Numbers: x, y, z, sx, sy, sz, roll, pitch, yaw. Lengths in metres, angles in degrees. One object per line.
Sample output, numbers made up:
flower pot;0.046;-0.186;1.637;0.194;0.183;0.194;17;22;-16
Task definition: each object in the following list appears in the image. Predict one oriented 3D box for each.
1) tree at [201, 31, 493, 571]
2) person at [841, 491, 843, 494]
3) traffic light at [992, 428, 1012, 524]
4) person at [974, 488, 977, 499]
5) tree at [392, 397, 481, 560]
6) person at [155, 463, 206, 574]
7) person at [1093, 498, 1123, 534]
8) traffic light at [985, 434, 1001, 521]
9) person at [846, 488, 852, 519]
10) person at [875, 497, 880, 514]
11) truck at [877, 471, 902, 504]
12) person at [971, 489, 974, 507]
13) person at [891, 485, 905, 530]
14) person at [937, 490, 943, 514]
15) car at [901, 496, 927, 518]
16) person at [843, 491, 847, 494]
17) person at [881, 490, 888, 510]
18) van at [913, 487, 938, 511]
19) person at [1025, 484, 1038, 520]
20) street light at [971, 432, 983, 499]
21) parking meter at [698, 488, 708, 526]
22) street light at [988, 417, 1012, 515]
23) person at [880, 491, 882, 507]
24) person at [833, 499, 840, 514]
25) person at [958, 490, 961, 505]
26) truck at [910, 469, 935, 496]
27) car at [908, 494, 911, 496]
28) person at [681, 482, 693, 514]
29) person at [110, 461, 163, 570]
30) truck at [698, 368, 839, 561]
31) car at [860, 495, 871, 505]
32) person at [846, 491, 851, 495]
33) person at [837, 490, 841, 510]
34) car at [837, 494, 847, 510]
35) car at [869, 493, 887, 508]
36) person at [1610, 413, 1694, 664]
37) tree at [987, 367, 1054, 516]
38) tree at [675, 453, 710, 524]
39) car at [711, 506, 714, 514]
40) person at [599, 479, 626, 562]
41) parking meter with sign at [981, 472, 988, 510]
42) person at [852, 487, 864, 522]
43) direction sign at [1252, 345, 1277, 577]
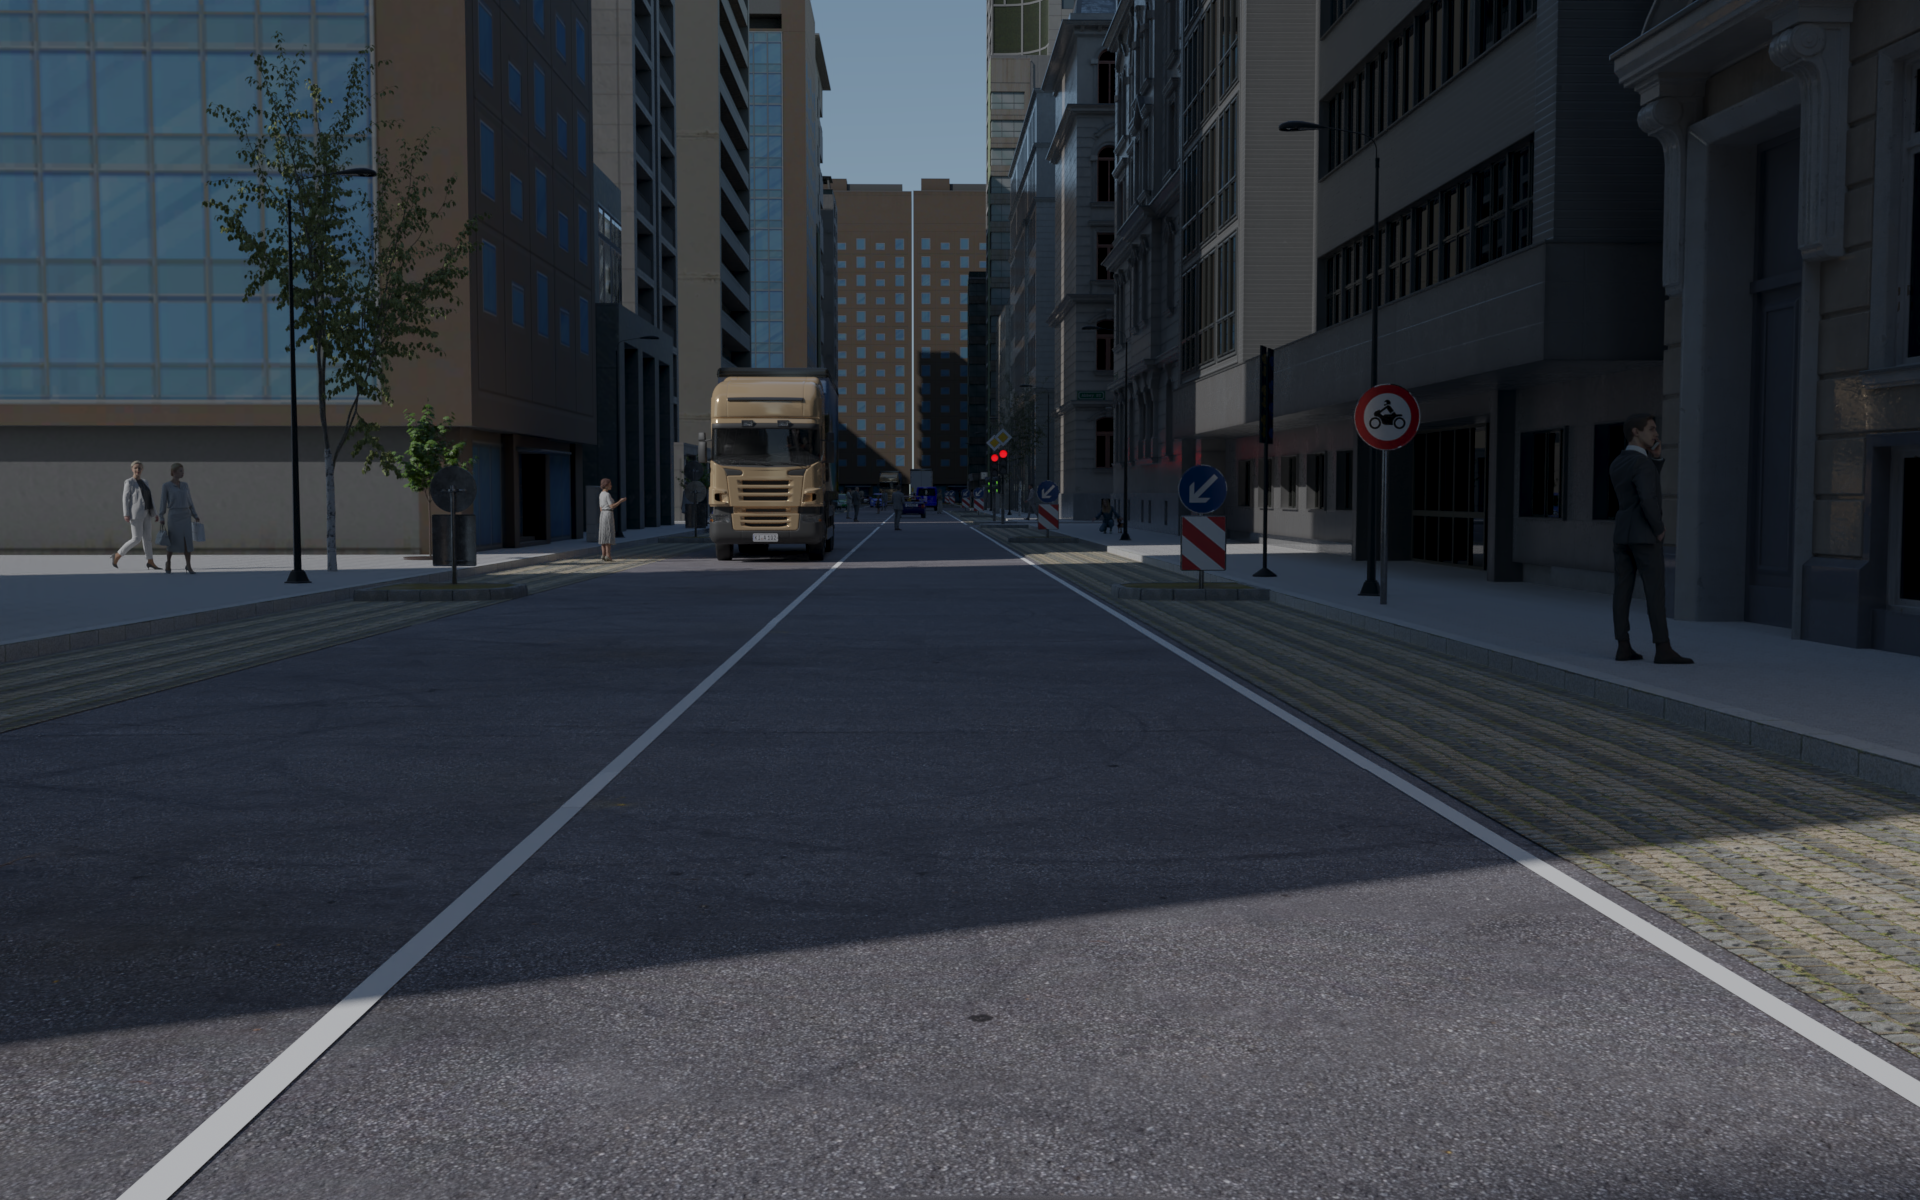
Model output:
tree;-10.189;-4.779;28.497;4.737;8.622;4.395;0;3;0
person;-14.694;-12.597;212.813;0.742;1.727;0.445;0;4;2
traffic light;1.809;-5.187;73.725;0.839;4.253;0.868;0;4;-1
person;1.529;-9.617;163.290;0.705;1.824;1.348;0;4;-7
tree;-10.468;-2.400;33.840;1.663;3.219;1.824;0;3;0
person;-12.563;-1.314;27.875;0.694;1.780;0.624;-3;4;-38
person;4.822;-2.712;55.879;1.012;1.151;0.738;1;4;19
traffic light;1.603;-5.675;81.708;0.839;4.253;0.868;0;4;-1
person;-6.399;-5.635;100.813;0.466;1.800;0.511;-1;4;-21
person;-6.003;-6.909;126.126;0.373;1.253;0.362;3;4;36
truck;-8.576;-13.730;213.390;2.839;4.237;11.283;0;4;0
person;1.258;-9.795;166.900;0.721;1.736;1.217;0;4;6
person;-2.397;-3.658;68.512;0.606;1.804;0.583;2;4;25
person;-1.429;-7.160;126.108;0.362;1.759;0.519;-3;5;-45
car;-2.932;-5.593;104.020;1.945;1.354;3.894;0;4;-2
person;-14.651;-13.152;221.894;1.217;1.723;0.721;1;4;18
person;-6.624;-8.727;151.285;0.635;1.810;0.391;0;4;7
van;-2.878;-8.806;148.365;2.240;2.365;5.245;0;4;-2
person;3.520;-4.769;84.296;0.850;1.792;0.678;0;4;1
street light;1.804;-9.662;130.509;1.470;5.913;1.316;0;4;-1
parking meter;-10.202;-3.687;68.696;0.372;1.533;0.369;0;3;0
street light;2.474;-8.100;104.981;1.470;5.913;1.316;0;4;-1
person;-8.587;-11.006;189.134;0.721;1.739;1.217;2;4;27
person;-9.162;-7.234;126.801;0.620;1.820;0.660;3;5;40
person;0.009;-12.592;212.740;0.721;1.723;1.217;0;4;-7
truck;-4.350;-12.752;197.408;2.839;4.237;11.283;0;4;-1
car;-5.712;-12.346;212.076;2.015;1.641;3.980;0;4;0
person;-10.204;-3.546;64.763;0.466;1.731;0.760;-1;4;-19
person;-13.922;-1.427;29.246;0.818;1.842;0.514;0;4;-5
truck;-4.236;-3.169;40.731;2.839;4.237;11.283;0;4;-2
car;-12.590;-13.220;228.730;1.945;1.354;3.894;0;4;-1
person;-14.724;-13.550;227.673;1.348;1.812;0.705;-1;4;-16
person;-11.051;-9.149;158.107;1.348;1.821;0.705;0;4;7
car;-10.632;-8.755;151.946;1.959;1.807;4.718;0;4;-3
car;-8.656;-10.686;184.310;1.945;1.707;3.694;0;4;0
person;5.269;-0.482;13.287;0.474;1.900;0.648;-1;4;-13
tree;3.472;-9.208;100.921;4.360;8.622;3.978;0;3;0
tree;-11.169;-4.891;74.563;1.663;3.219;1.824;0;3;0
car;-8.385;-3.407;65.291;1.945;1.707;3.694;0;4;0
person;-7.337;-1.673;36.429;0.524;1.755;0.480;-3;4;-38
parking meter with sign;1.915;-8.615;137.119;0.543;3.016;1.738;0;4;1
person;-5.308;-4.979;90.082;0.590;1.801;0.661;-3;4;-37
direction sign;4.736;-2.130;26.815;0.379;3.537;0.876;1;4;22
